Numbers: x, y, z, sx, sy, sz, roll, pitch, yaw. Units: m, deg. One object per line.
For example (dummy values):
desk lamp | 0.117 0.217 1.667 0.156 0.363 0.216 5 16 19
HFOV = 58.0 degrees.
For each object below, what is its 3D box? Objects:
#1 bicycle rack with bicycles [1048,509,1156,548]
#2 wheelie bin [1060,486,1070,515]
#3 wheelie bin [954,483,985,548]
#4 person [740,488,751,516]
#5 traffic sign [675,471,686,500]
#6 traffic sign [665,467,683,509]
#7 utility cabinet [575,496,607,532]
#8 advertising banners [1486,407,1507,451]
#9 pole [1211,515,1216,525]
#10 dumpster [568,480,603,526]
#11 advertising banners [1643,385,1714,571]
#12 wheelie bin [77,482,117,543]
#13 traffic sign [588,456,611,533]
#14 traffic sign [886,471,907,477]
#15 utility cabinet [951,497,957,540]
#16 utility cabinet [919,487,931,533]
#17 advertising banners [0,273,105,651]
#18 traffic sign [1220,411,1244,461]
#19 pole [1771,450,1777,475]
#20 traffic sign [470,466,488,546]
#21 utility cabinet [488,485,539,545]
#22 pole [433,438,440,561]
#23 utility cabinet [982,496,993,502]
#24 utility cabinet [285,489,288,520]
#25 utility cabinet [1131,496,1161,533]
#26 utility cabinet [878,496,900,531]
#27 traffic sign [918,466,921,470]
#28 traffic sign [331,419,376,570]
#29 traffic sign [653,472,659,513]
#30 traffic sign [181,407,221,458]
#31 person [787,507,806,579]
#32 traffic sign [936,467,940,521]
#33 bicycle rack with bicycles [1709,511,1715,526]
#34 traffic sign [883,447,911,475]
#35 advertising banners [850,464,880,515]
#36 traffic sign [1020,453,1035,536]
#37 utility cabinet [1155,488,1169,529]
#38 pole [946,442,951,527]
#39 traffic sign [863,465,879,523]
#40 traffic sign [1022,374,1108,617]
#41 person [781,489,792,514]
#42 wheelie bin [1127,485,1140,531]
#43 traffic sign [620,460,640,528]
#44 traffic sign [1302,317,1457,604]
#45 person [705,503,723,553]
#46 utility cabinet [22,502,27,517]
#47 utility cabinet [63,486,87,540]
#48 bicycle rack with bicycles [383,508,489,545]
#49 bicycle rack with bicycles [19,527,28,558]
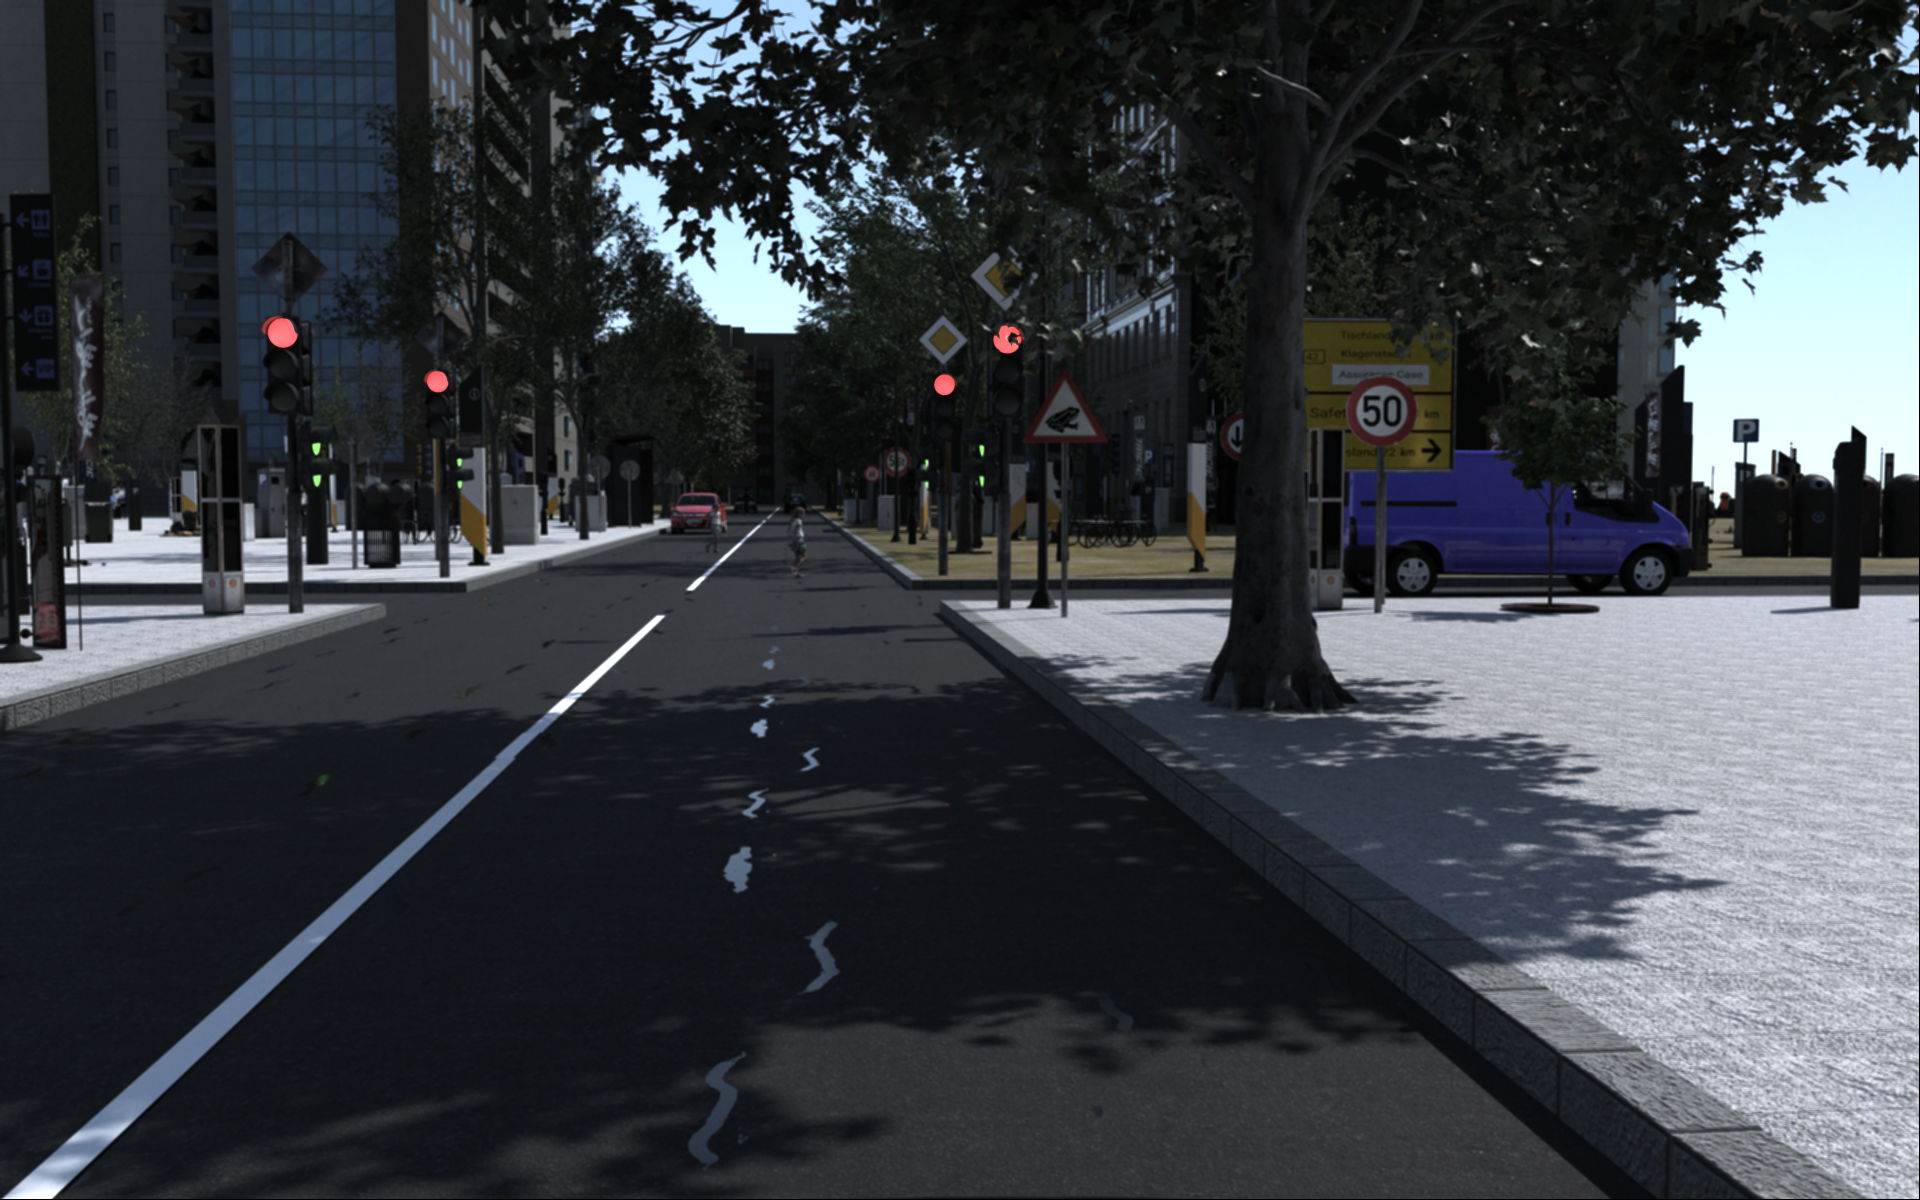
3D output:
bicycle rack with bicycles | 3.559 -1.775 42.412 2.925 0.926 2.852 -2 4 -27
wheelie bin | 3.948 -3.739 69.040 0.980 1.594 0.693 2 4 34
wheelie bin | 0.206 -2.029 41.086 0.693 1.594 0.980 -1 4 -9
person | -14.289 -6.579 115.698 0.705 1.869 1.348 -3 4 -36
traffic sign | -13.909 -5.156 85.489 0.795 2.450 0.064 0 4 -1
traffic sign | -13.902 -5.147 84.164 0.884 2.594 0.081 0 4 -5
utility cabinet | -13.325 -3.145 62.575 1.020 1.237 0.306 1 4 11
advertising banners | 10.071 -2.351 34.634 2.074 3.025 0.090 -1 4 -17
pole | 10.678 -4.840 72.975 0.158 3.312 0.155 0 3 0
dumpster | -15.254 -3.956 70.439 1.264 1.857 1.865 0 4 -6
advertising banners | 11.770 -1.972 28.422 2.074 3.025 0.090 -3 4 -36
wheelie bin | -22.735 -2.311 45.687 0.980 1.594 0.693 -1 4 -16
traffic sign | -11.948 -3.503 57.381 0.768 2.556 0.104 0 4 4
traffic sign | -1.908 -3.204 52.484 0.768 2.556 0.104 0 4 1
utility cabinet | -0.042 -2.273 48.317 0.306 1.237 1.020 1 4 9
utility cabinet | -1.137 -2.949 56.894 0.318 1.500 1.173 0 4 3
advertising banners | -7.620 -1.113 14.383 2.074 3.025 0.090 2 4 35
traffic sign | 4.385 -1.632 26.787 0.768 2.556 0.104 0 4 -5
pole | 37.400 -5.247 79.633 0.158 3.312 0.155 0 3 0
traffic sign | -12.008 -2.597 42.470 0.884 2.594 0.081 0 4 -4
utility cabinet | -11.139 -2.112 43.213 1.173 1.500 0.318 0 4 6
pole | -9.983 -2.405 33.172 0.158 3.312 0.155 0 3 0
utility cabinet | 0.568 -2.837 57.540 1.020 1.237 0.306 1 4 16
utility cabinet | -32.398 -4.570 83.398 1.173 1.500 0.318 1 4 9
utility cabinet | 6.112 -2.801 56.959 1.020 1.237 0.306 -2 4 -31
utility cabinet | -2.518 -3.054 61.087 0.306 1.237 1.020 -3 4 -36
traffic sign | -1.523 -4.643 76.017 0.768 2.556 0.104 0 4 -5
traffic sign | -10.275 -1.788 29.343 0.768 2.556 0.104 0 4 1
traffic sign | -17.451 -6.008 98.338 0.768 2.556 0.104 0 4 -2
traffic sign | -11.205 -1.585 25.916 0.884 2.594 0.081 0 4 -3
person | -2.826 -0.977 29.490 0.382 1.210 0.505 -2 4 -29
traffic sign | -1.032 -5.027 82.188 0.884 2.594 0.081 0 4 1
bicycle rack with bicycles | 28.272 -3.359 68.296 2.925 0.926 2.852 3 5 40
traffic sign | -1.711 -2.870 47.034 0.768 2.556 0.104 0 4 -1
advertising banners | -5.311 -6.182 97.265 2.074 3.025 0.090 -2 4 -25
traffic sign | 1.891 -3.230 52.924 0.768 2.556 0.104 0 4 -5
utility cabinet | 7.207 -3.357 63.571 0.318 1.500 1.173 -2 4 -27
pole | -0.444 -4.549 68.227 0.158 3.312 0.155 0 3 0
traffic sign | -3.901 -4.698 76.914 0.768 2.556 0.104 0 3 0
traffic sign | 1.084 -1.097 17.948 0.884 2.594 0.081 0 4 2
person | -12.432 -7.090 124.515 0.705 1.812 1.348 2 4 28
wheelie bin | 6.116 -3.091 58.445 0.980 1.594 0.693 -3 4 -36
traffic sign | -12.400 -3.970 65.021 0.768 2.556 0.104 0 4 3
traffic sign | 4.601 -1.601 20.046 2.265 3.308 0.079 0 4 -3
person | -6.001 -1.763 42.342 0.382 1.210 0.505 2 4 23
utility cabinet | -50.933 -5.233 94.233 0.318 1.500 1.173 1 4 16
utility cabinet | -24.580 -2.388 47.720 1.173 1.500 0.318 -2 4 -34
bicycle rack with bicycles | -13.713 -1.940 45.104 2.852 0.926 2.925 -3 5 -41
bicycle rack with bicycles | -20.061 -1.308 34.771 2.852 0.926 2.925 -3 4 -38
